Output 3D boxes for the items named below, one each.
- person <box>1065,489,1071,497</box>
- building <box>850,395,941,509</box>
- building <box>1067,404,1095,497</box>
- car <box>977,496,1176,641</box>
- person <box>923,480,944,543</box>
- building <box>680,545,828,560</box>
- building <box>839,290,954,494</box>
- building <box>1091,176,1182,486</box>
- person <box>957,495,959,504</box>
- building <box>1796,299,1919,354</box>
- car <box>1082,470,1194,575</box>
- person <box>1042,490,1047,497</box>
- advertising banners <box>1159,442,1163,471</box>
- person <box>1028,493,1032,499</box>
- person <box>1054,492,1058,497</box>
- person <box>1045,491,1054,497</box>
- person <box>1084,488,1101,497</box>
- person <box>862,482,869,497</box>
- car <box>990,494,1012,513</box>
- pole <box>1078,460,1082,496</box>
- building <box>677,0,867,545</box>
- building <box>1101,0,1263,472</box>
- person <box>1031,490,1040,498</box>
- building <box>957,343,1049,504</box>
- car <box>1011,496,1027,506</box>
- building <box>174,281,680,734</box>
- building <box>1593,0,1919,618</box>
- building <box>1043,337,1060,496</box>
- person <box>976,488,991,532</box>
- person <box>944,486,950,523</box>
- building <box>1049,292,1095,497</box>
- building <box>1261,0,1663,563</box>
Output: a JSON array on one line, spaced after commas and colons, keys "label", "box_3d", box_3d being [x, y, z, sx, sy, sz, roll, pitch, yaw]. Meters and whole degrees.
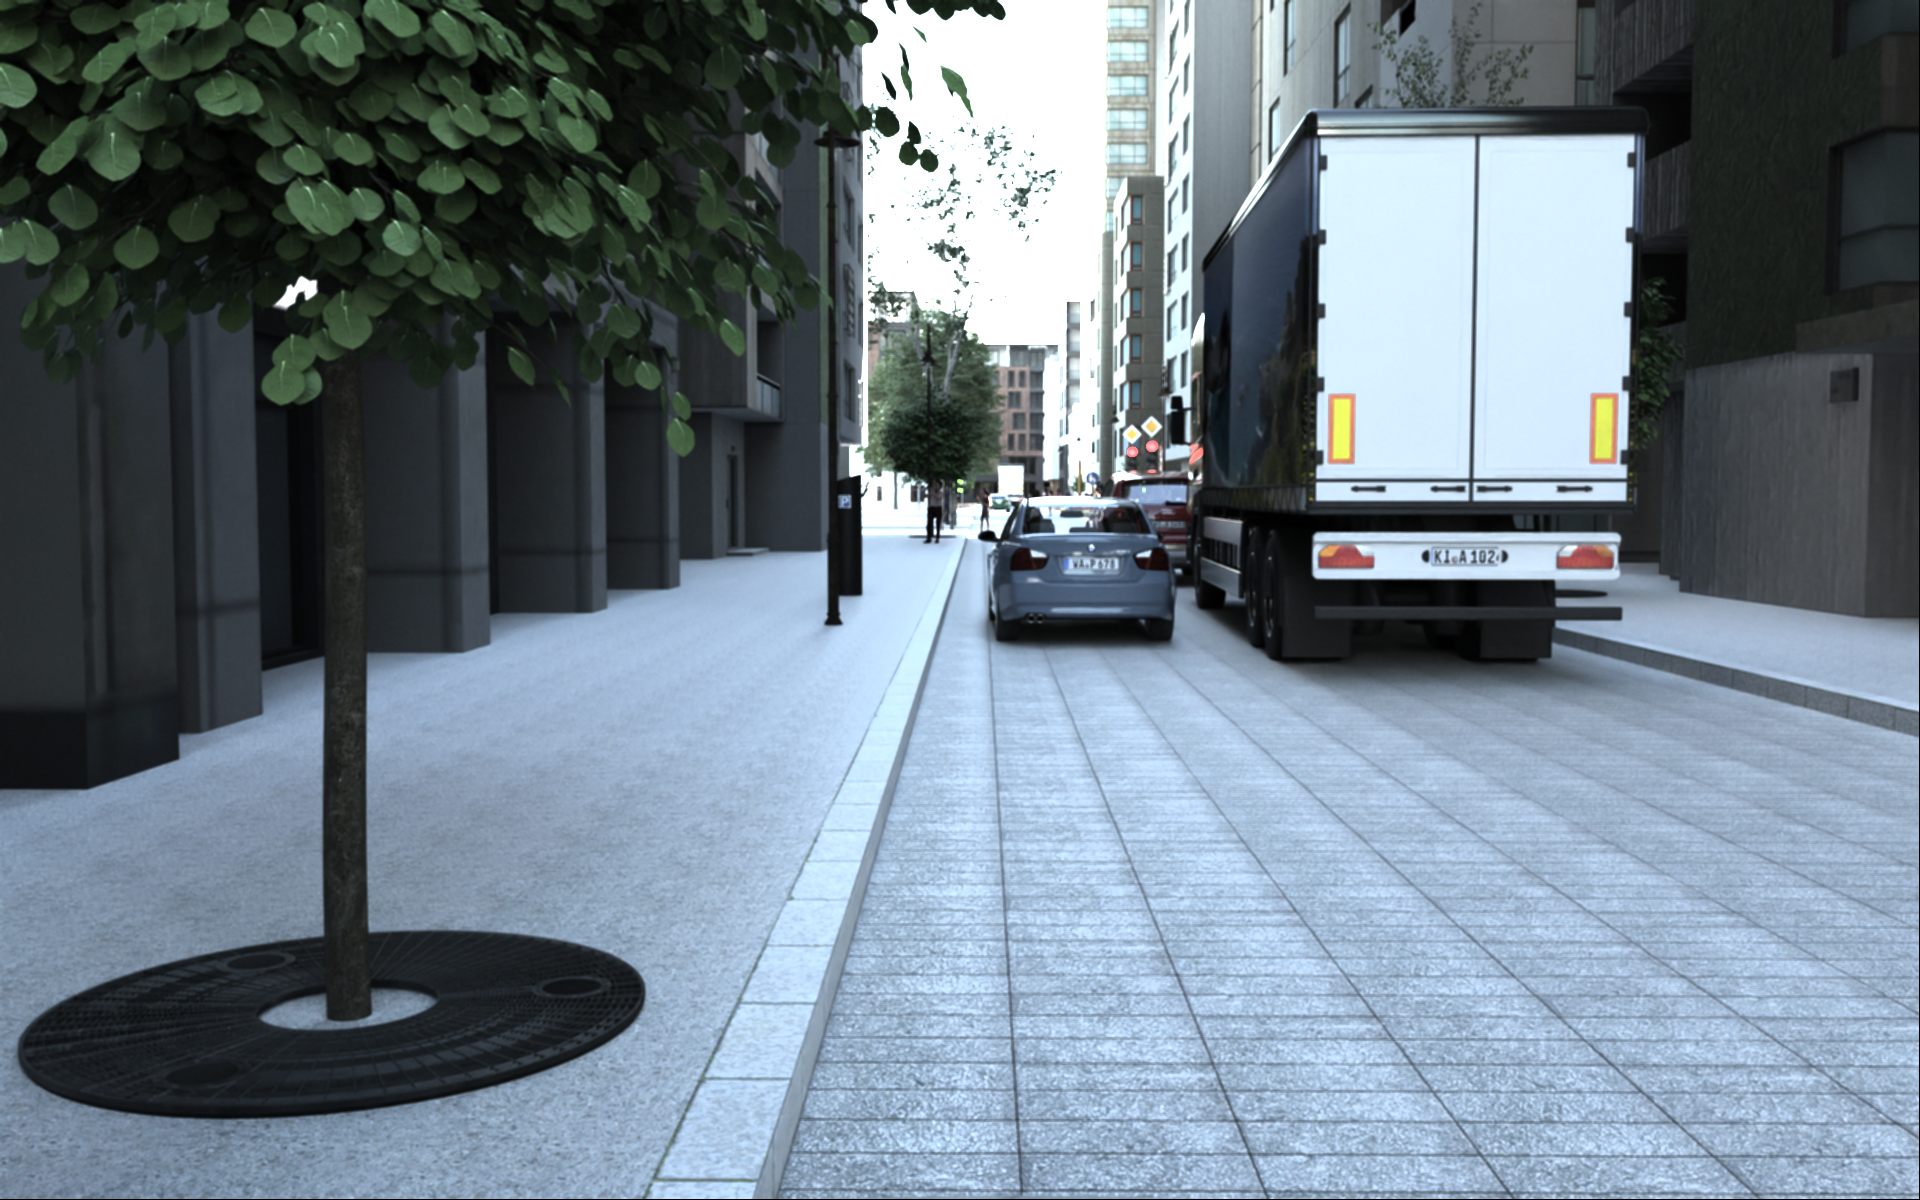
[{"label": "person", "box_3d": [8.638, -8.045, 138.491, 0.541, 1.710, 0.530, -1, 4, -16]}, {"label": "building", "box_3d": [-5.779, -13.332, 160.128, 9.099, 9.664, 28.070, 0, 4, 1]}, {"label": "building", "box_3d": [15.198, -13.403, 161.278, 9.099, 9.664, 28.070, 0, 4, 1]}, {"label": "car", "box_3d": [1.197, -0.378, 18.175, 2.014, 1.417, 4.499, 0, 4, -1]}, {"label": "person", "box_3d": [-0.687, -2.309, 45.255, 0.566, 1.644, 0.517, -1, 4, -22]}, {"label": "building", "box_3d": [-10.129, -21.535, 35.692, 14.154, 41.232, 14.086, 0, 4, 1]}, {"label": "building", "box_3d": [-14.847, -21.174, 190.171, 27.936, 21.610, 32.646, 0, 4, 1]}, {"label": "building", "box_3d": [23.033, -16.126, 108.706, 27.650, 21.520, 28.899, 0, 4, 1]}, {"label": "person", "box_3d": [-0.444, -12.541, 214.284, 0.628, 1.438, 0.799, 2, 4, 27]}, {"label": "building", "box_3d": [46.224, -26.168, 82.464, 28.867, 44.769, 22.147, 0, 4, 1]}, {"label": "car", "box_3d": [3.206, -1.241, 28.971, 2.281, 1.827, 5.304, 0, 4, 1]}, {"label": "person", "box_3d": [8.882, -10.796, 183.497, 0.436, 1.711, 0.756, 3, 5, 42]}, {"label": "advertising banners", "box_3d": [6.877, -3.773, 57.878, 0.090, 3.025, 2.074, 0, 4, -5]}, {"label": "person", "box_3d": [8.796, -12.698, 216.884, 0.697, 1.427, 0.421, -3, 5, -41]}, {"label": "person", "box_3d": [8.262, -8.465, 147.666, 0.991, 1.433, 0.599, -3, 5, -43]}, {"label": "person", "box_3d": [5.698, -6.156, 110.613, 0.517, 1.644, 0.566, -1, 4, -12]}, {"label": "person", "box_3d": [4.383, -2.893, 57.260, 0.566, 1.644, 0.517, 0, 4, 4]}, {"label": "person", "box_3d": [-2.737, -2.391, 45.931, 0.742, 1.727, 0.445, 0, 4, 8]}, {"label": "car", "box_3d": [2.960, -7.486, 134.196, 2.131, 1.459, 4.920, 0, 4, -1]}, {"label": "pole", "box_3d": [7.182, -6.724, 103.774, 0.158, 3.312, 0.155, 0, 3, 0]}, {"label": "building", "box_3d": [-10.031, -22.570, 52.607, 14.086, 41.232, 14.154, 0, 4, 1]}, {"label": "building", "box_3d": [18.111, -27.768, 137.601, 14.154, 41.232, 14.086, 0, 4, 1]}, {"label": "person", "box_3d": [1.594, -1.630, 37.621, 0.387, 1.526, 0.523, 1, 4, 22]}, {"label": "building", "box_3d": [15.273, -24.530, 245.043, 32.646, 21.610, 27.936, 0, 4, 1]}, {"label": "car", "box_3d": [6.276, -10.871, 190.105, 2.083, 1.381, 4.827, 0, 4, 1]}, {"label": "building", "box_3d": [-14.146, -35.428, 17.508, 20.563, 71.187, 20.611, 0, 4, 1]}, {"label": "building", "box_3d": [16.465, -15.417, 23.771, 14.160, 30.474, 14.107, 0, 4, 1]}, {"label": "building", "box_3d": [18.413, -21.856, 213.758, 16.016, 20.091, 11.380, 0, 4, 1]}, {"label": "person", "box_3d": [0.777, -2.922, 57.745, 0.593, 1.643, 0.415, 1, 4, 23]}, {"label": "person", "box_3d": [-0.517, -4.252, 76.011, 0.568, 1.767, 0.683, 1, 4, 15]}, {"label": "building", "box_3d": [24.805, -21.242, 191.283, 27.936, 21.610, 32.646, 0, 4, 1]}, {"label": "building", "box_3d": [23.380, -27.833, 44.309, 28.713, 52.752, 27.495, 0, 4, 1]}]
